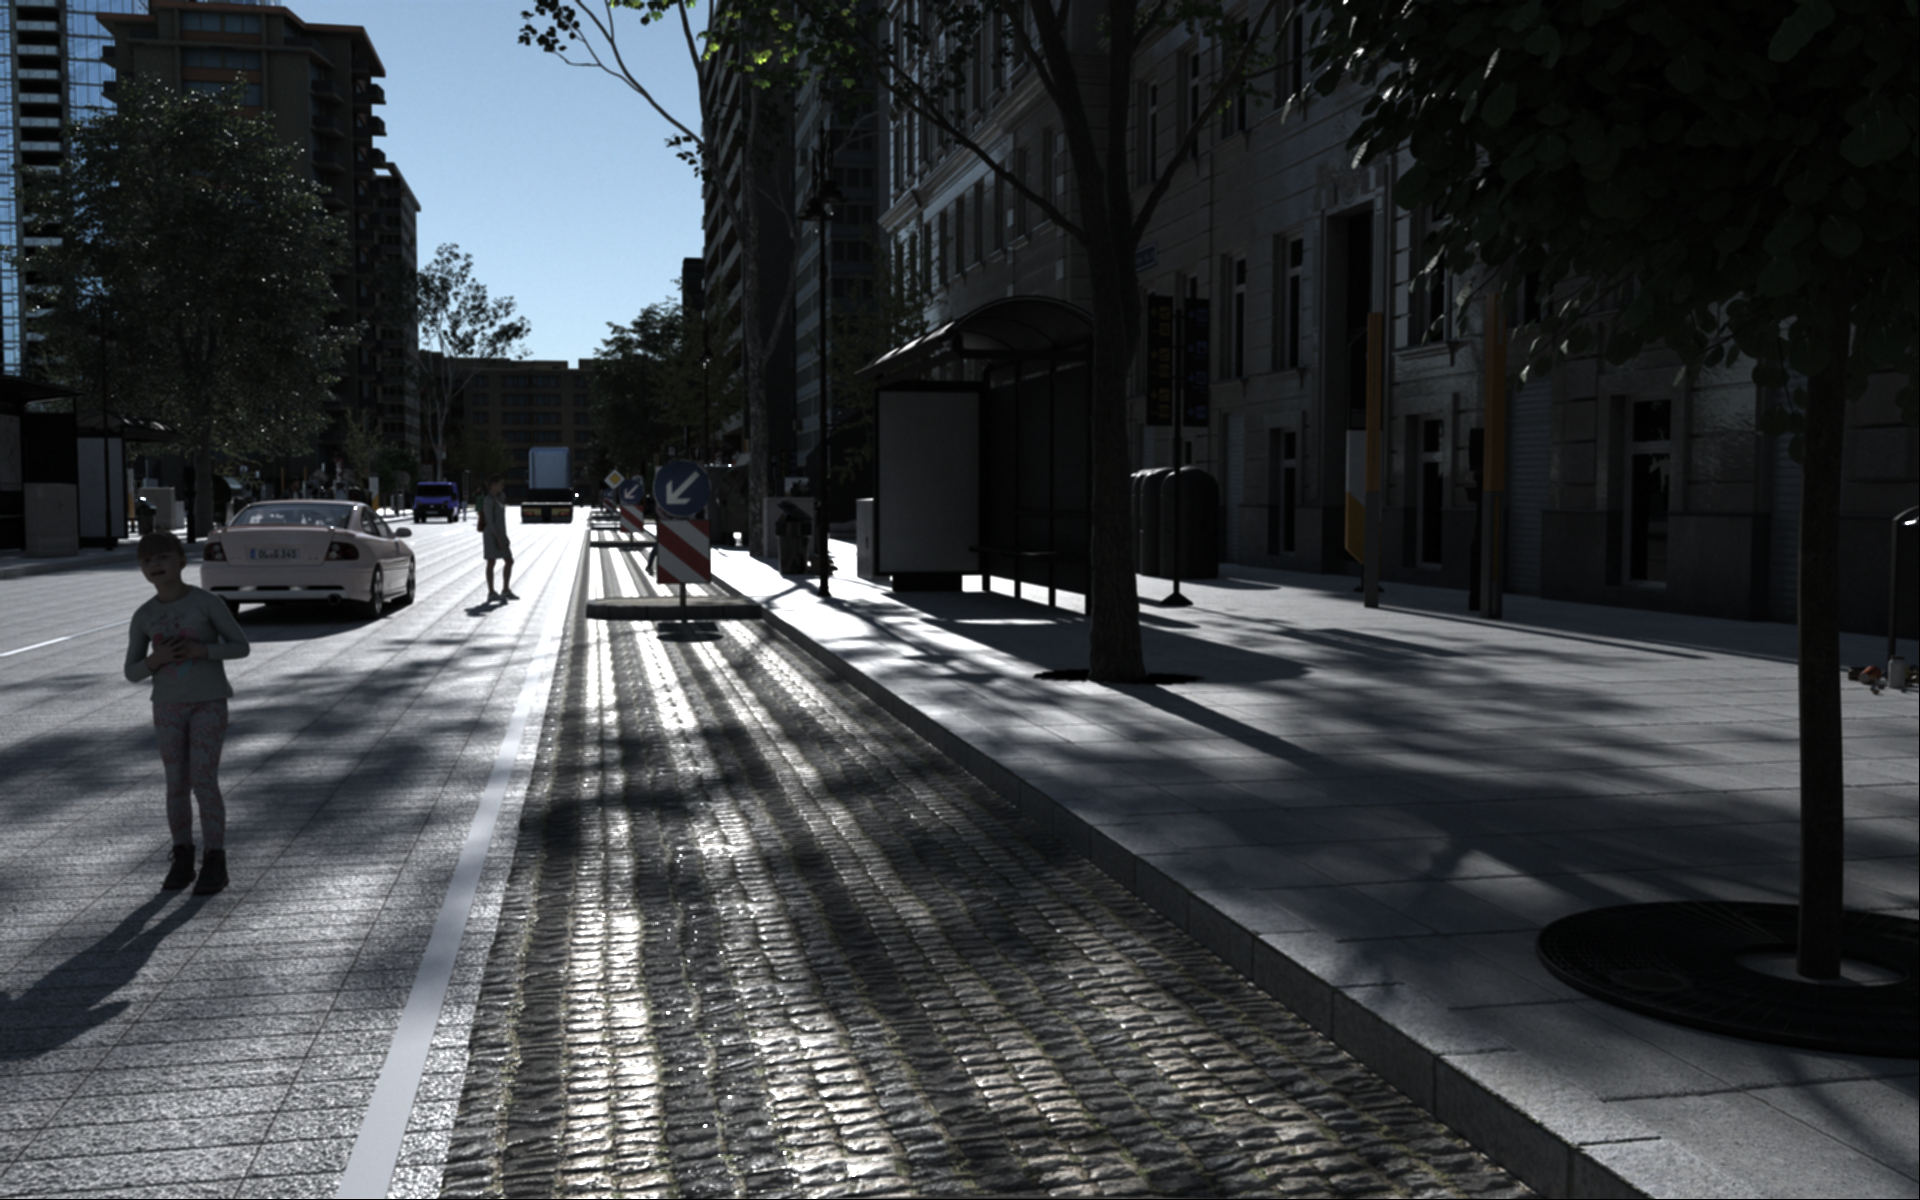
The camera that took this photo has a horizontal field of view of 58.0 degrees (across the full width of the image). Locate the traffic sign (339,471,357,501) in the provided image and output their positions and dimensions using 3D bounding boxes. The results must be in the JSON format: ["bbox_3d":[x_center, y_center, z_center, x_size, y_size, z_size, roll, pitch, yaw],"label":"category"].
[{"bbox_3d":[-26.361,-4.341,74.624,0.795,2.450,0.064,-1,4,-12],"label":"traffic sign"}]

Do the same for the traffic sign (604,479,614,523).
[{"bbox_3d":[-15.405,-4.482,76.915,0.795,2.450,0.064,-1,4,-12],"label":"traffic sign"}]

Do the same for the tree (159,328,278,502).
[{"bbox_3d":[-32.985,-7.681,75.943,4.360,8.622,3.978,0,3,0],"label":"tree"}]

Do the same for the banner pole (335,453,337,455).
[{"bbox_3d":[-37.750,-7.020,104.799,0.401,3.779,0.863,-1,4,-22],"label":"banner pole"}]

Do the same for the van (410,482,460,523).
[{"bbox_3d":[-26.493,-5.093,87.650,2.240,2.365,5.245,-1,4,-12],"label":"van"}]

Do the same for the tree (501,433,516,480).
[{"bbox_3d":[-49.940,-14.109,181.038,4.737,8.622,4.395,0,3,0],"label":"tree"}]

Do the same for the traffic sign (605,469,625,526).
[{"bbox_3d":[-13.750,-4.004,69.103,0.795,2.450,0.064,-1,4,-12],"label":"traffic sign"}]

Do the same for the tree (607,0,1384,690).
[{"bbox_3d":[1.001,-5.259,11.743,9.928,11.665,9.643,0,3,0],"label":"tree"}]

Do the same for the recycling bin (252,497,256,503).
[{"bbox_3d":[-53.650,-7.235,130.847,0.722,1.027,0.722,0,4,4],"label":"recycling bin"}]

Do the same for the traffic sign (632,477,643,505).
[{"bbox_3d":[-18.507,-5.953,99.455,0.606,2.300,0.079,0,4,-7],"label":"traffic sign"}]

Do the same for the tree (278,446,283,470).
[{"bbox_3d":[-39.600,-8.799,94.231,4.360,8.622,3.978,0,3,0],"label":"tree"}]

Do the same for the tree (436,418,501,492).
[{"bbox_3d":[-46.876,-13.009,163.058,4.737,8.622,4.395,0,3,0],"label":"tree"}]

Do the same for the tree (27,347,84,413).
[{"bbox_3d":[-43.739,-8.139,83.436,4.360,8.622,3.978,0,3,0],"label":"tree"}]

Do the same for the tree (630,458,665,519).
[{"bbox_3d":[-16.109,-5.894,90.972,1.663,3.219,1.824,0,3,0],"label":"tree"}]

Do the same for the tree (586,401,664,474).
[{"bbox_3d":[-31.178,-14.132,165.466,7.601,10.594,8.767,2,4,30],"label":"tree"}]

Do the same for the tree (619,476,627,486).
[{"bbox_3d":[-27.257,-9.049,142.552,1.663,3.219,1.824,0,3,0],"label":"tree"}]

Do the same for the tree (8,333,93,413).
[{"bbox_3d":[-53.083,-10.208,101.315,7.601,10.594,8.767,-1,4,-11],"label":"tree"}]

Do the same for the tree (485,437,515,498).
[{"bbox_3d":[-56.583,-15.993,211.855,4.360,8.622,3.978,0,3,0],"label":"tree"}]

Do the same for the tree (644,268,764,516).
[{"bbox_3d":[-8.371,-6.515,56.888,4.737,8.622,4.395,0,3,0],"label":"tree"}]

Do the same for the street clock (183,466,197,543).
[{"bbox_3d":[-20.071,-2.483,45.162,0.358,2.002,0.471,-2,4,-32],"label":"street clock"}]

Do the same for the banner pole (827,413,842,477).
[{"bbox_3d":[-3.879,-3.886,53.560,0.863,3.779,0.401,3,4,36],"label":"banner pole"}]

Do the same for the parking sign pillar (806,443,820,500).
[{"bbox_3d":[-6.952,-5.891,84.782,1.447,3.967,1.447,3,5,42],"label":"parking sign pillar"}]

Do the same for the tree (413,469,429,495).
[{"bbox_3d":[-35.456,-7.220,112.645,1.663,3.219,1.824,0,3,0],"label":"tree"}]

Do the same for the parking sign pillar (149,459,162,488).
[{"bbox_3d":[-57.721,-8.304,124.236,1.447,3.967,1.447,0,4,-6],"label":"parking sign pillar"}]

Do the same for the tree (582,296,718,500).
[{"bbox_3d":[-20.081,-12.601,112.685,9.857,13.997,8.962,0,3,0],"label":"tree"}]

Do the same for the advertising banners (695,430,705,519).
[{"bbox_3d":[-7.258,-3.182,48.215,0.090,3.025,2.074,0,4,-4],"label":"advertising banners"}]

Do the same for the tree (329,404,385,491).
[{"bbox_3d":[-49.300,-11.711,141.833,4.360,8.622,3.978,0,3,0],"label":"tree"}]

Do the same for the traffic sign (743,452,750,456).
[{"bbox_3d":[-6.484,-3.235,53.005,0.768,2.556,0.104,0,4,-5],"label":"traffic sign"}]

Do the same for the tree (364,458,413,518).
[{"bbox_3d":[-30.812,-6.017,92.973,1.663,3.219,1.824,0,3,0],"label":"tree"}]

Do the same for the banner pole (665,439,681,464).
[{"bbox_3d":[-12.785,-5.354,77.562,0.863,3.779,0.401,-1,4,-14],"label":"banner pole"}]

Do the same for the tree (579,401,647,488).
[{"bbox_3d":[-38.240,-17.048,195.739,9.611,12.733,9.660,0,3,0],"label":"tree"}]

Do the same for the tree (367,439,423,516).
[{"bbox_3d":[-33.874,-7.344,103.795,4.285,4.588,4.351,0,3,0],"label":"tree"}]

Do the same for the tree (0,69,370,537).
[{"bbox_3d":[-22.673,-8.845,51.269,9.857,13.997,8.962,0,3,0],"label":"tree"}]

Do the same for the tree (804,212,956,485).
[{"bbox_3d":[-1.917,-5.828,45.649,4.737,8.622,4.395,0,3,0],"label":"tree"}]

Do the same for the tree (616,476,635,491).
[{"bbox_3d":[-42.066,-16.147,214.357,4.360,8.622,3.978,0,3,0],"label":"tree"}]

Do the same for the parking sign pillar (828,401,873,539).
[{"bbox_3d":[-3.056,-3.733,49.502,1.447,3.967,1.447,0,4,7],"label":"parking sign pillar"}]

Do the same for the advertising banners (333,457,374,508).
[{"bbox_3d":[-28.942,-5.288,82.639,0.090,3.025,2.074,3,5,40],"label":"advertising banners"}]

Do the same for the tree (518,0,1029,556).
[{"bbox_3d":[-4.804,-10.880,33.779,12.611,20.169,13.585,0,3,0],"label":"tree"}]

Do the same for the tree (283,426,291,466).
[{"bbox_3d":[-56.797,-11.680,141.338,4.360,8.622,3.978,0,3,0],"label":"tree"}]

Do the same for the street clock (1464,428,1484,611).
[{"bbox_3d":[5.717,-0.885,19.045,0.358,2.002,0.471,1,4,21],"label":"street clock"}]

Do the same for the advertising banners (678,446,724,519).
[{"bbox_3d":[-9.328,-4.040,62.249,2.074,3.025,0.090,-3,5,-40],"label":"advertising banners"}]

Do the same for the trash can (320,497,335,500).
[{"bbox_3d":[-26.926,-3.811,73.961,0.748,1.137,0.748,0,3,0],"label":"trash can"}]

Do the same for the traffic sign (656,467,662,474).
[{"bbox_3d":[-10.809,-3.737,63.227,0.606,2.300,0.079,-1,4,-10],"label":"traffic sign"}]

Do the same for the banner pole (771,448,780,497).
[{"bbox_3d":[-10.027,-6.385,94.404,0.401,3.779,0.863,2,4,35],"label":"banner pole"}]

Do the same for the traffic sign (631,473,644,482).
[{"bbox_3d":[-19.244,-6.317,103.386,0.768,2.556,0.104,0,4,-6],"label":"traffic sign"}]

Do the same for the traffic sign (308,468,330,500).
[{"bbox_3d":[-24.706,-3.864,66.812,0.795,2.450,0.064,-1,4,-12],"label":"traffic sign"}]

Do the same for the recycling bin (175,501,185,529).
[{"bbox_3d":[-28.971,-3.118,63.526,0.722,1.027,0.722,2,4,33],"label":"recycling bin"}]

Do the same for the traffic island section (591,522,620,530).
[{"bbox_3d":[-15.383,-3.347,76.997,2.009,0.180,2.903,-1,4,-12],"label":"traffic island section"}]

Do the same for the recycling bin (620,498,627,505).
[{"bbox_3d":[-28.089,-8.116,145.251,0.722,1.027,0.722,0,4,-5],"label":"recycling bin"}]

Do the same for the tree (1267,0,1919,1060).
[{"bbox_3d":[2.368,-1.273,4.520,4.285,4.588,4.351,0,3,0],"label":"tree"}]
